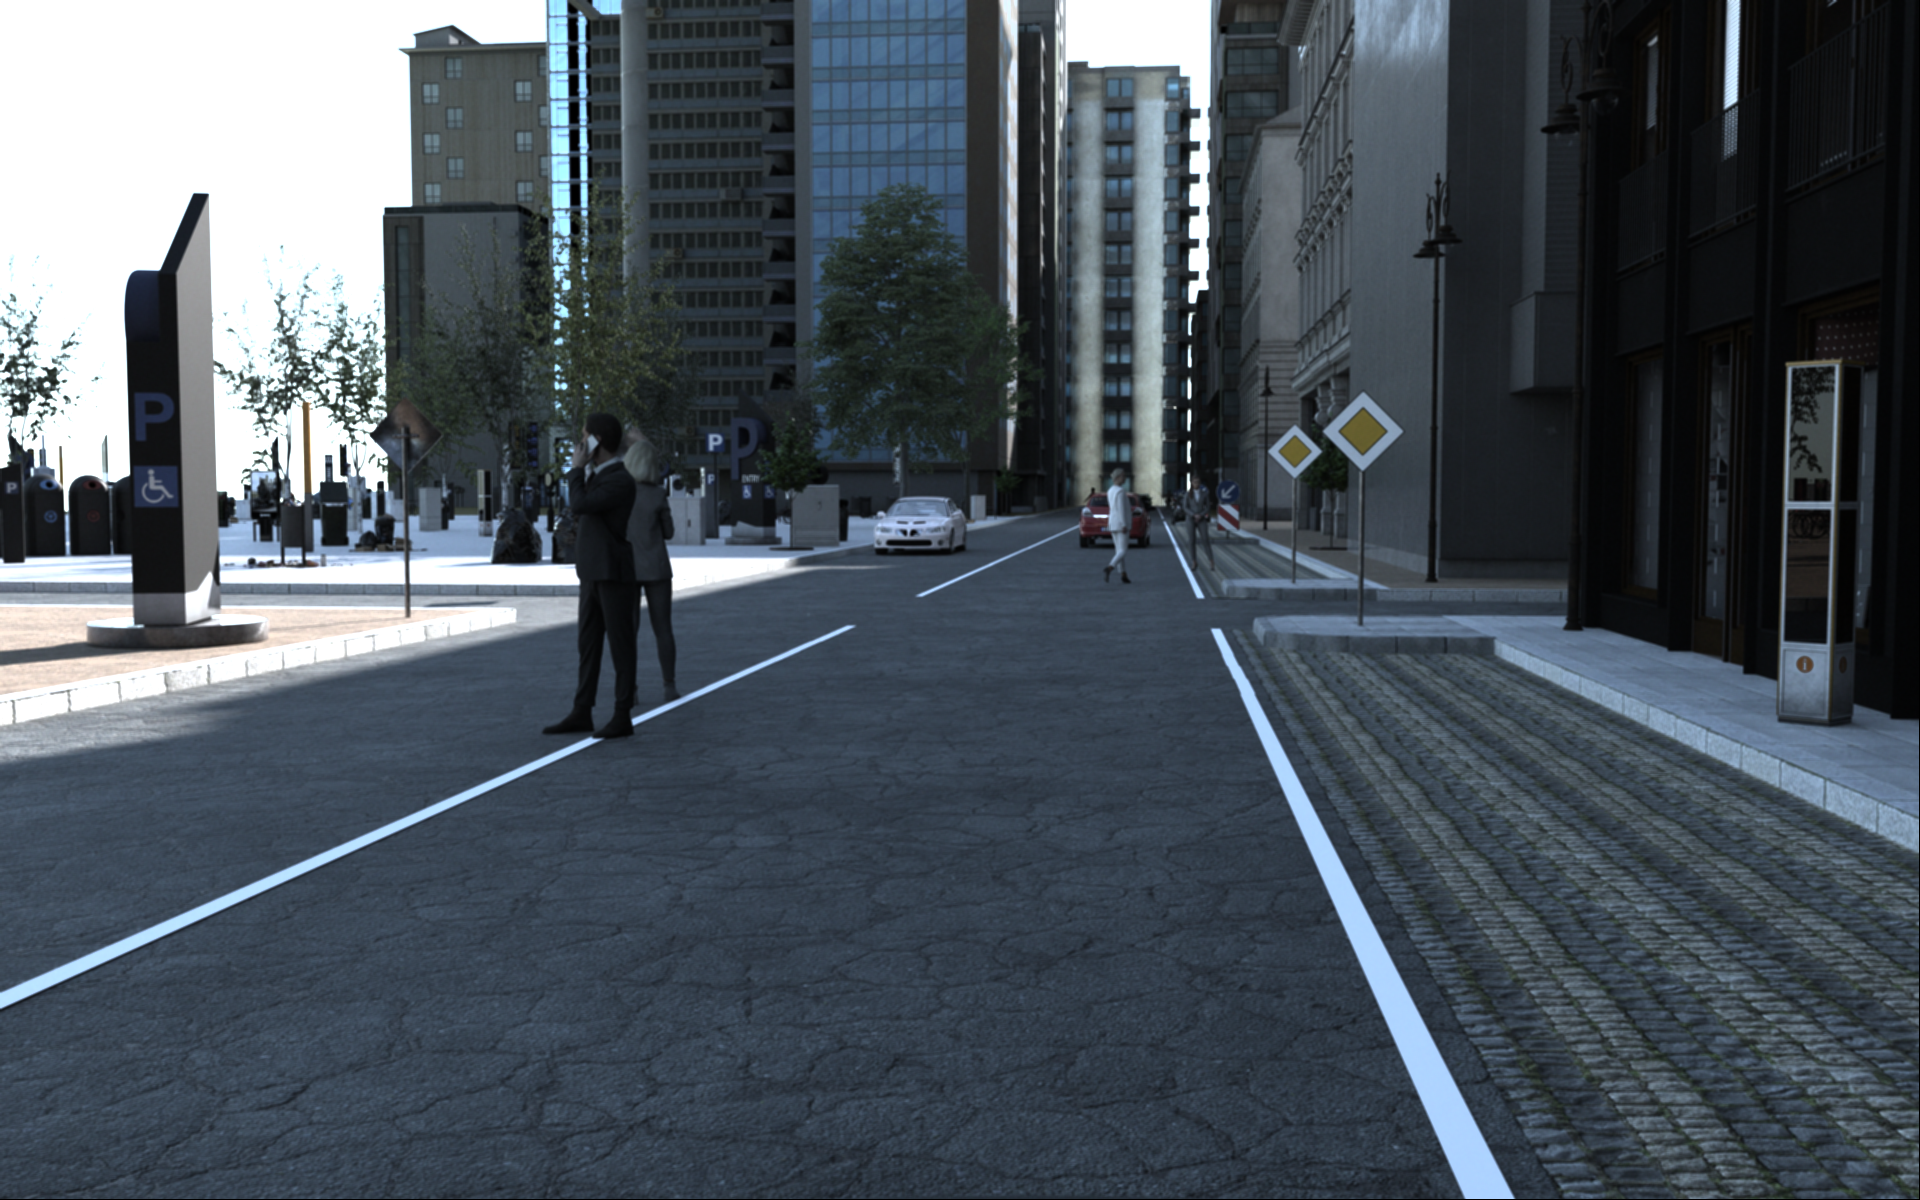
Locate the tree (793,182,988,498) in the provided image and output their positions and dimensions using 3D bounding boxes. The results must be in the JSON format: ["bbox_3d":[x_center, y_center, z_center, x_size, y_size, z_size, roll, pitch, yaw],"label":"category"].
[{"bbox_3d":[-2.412,-8.906,63.748,7.486,12.596,7.792,0,3,0],"label":"tree"}]

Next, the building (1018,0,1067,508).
[{"bbox_3d":[-0.424,-44.535,166.405,20.611,71.187,20.563,0,4,6],"label":"building"}]

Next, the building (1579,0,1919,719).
[{"bbox_3d":[11.264,-10.882,7.597,12.332,23.373,15.834,0,4,6],"label":"building"}]

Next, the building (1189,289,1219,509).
[{"bbox_3d":[35.380,-19.218,159.260,27.650,21.520,28.899,0,4,6],"label":"building"}]

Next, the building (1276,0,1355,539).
[{"bbox_3d":[16.437,-12.819,60.501,10.553,20.767,40.483,0,4,6],"label":"building"}]

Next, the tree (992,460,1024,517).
[{"bbox_3d":[2.547,-6.384,98.985,1.663,3.219,1.824,0,3,0],"label":"tree"}]

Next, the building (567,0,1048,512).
[{"bbox_3d":[-9.955,-26.682,128.133,32.217,40.220,23.993,0,4,6],"label":"building"}]

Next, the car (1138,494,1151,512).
[{"bbox_3d":[14.363,-7.918,139.238,2.009,1.686,4.222,0,4,7],"label":"car"}]

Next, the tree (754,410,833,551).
[{"bbox_3d":[-3.945,-2.767,39.845,1.663,3.219,1.824,0,3,0],"label":"tree"}]

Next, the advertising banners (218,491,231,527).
[{"bbox_3d":[-29.286,-4.330,66.980,2.074,3.025,0.090,0,4,0],"label":"advertising banners"}]

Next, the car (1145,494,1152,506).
[{"bbox_3d":[17.255,-9.497,164.077,1.959,1.807,4.718,0,4,6],"label":"car"}]

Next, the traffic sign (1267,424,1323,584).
[{"bbox_3d":[4.780,-1.293,24.781,0.795,2.450,0.064,0,4,6],"label":"traffic sign"}]

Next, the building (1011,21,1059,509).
[{"bbox_3d":[0.882,-28.283,146.029,14.154,41.232,14.086,0,4,6],"label":"building"}]

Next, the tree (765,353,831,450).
[{"bbox_3d":[-8.439,-8.546,90.095,4.360,8.622,3.978,0,3,0],"label":"tree"}]

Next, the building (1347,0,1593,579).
[{"bbox_3d":[22.697,-12.862,29.356,30.058,24.678,14.314,0,4,6],"label":"building"}]

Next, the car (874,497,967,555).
[{"bbox_3d":[-0.921,-1.847,42.556,2.083,1.381,4.827,0,4,7],"label":"car"}]

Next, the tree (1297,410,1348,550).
[{"bbox_3d":[8.617,-2.788,40.190,1.663,3.219,1.824,0,3,0],"label":"tree"}]

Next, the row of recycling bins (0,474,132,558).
[{"bbox_3d":[-18.676,-1.778,36.178,1.069,1.692,3.534,3,5,44],"label":"row of recycling bins"}]

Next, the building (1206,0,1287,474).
[{"bbox_3d":[32.591,-33.061,129.785,28.713,52.752,27.495,0,4,6],"label":"building"}]

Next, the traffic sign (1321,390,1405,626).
[{"bbox_3d":[3.904,-0.807,16.844,0.795,2.450,0.064,0,4,6],"label":"traffic sign"}]

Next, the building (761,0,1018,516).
[{"bbox_3d":[-3.839,-27.997,107.869,14.600,45.320,14.200,0,4,6],"label":"building"}]

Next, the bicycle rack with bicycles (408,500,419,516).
[{"bbox_3d":[-32.272,-5.354,100.921,2.852,0.926,2.925,-1,4,-18],"label":"bicycle rack with bicycles"}]

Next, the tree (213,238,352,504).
[{"bbox_3d":[-19.390,-6.041,49.133,4.360,8.622,3.978,0,3,0],"label":"tree"}]

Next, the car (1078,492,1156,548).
[{"bbox_3d":[4.301,-2.366,47.717,2.155,1.783,4.494,1,4,8],"label":"car"}]

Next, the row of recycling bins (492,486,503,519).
[{"bbox_3d":[-24.079,-5.013,89.070,1.069,1.692,3.534,-2,4,-24],"label":"row of recycling bins"}]

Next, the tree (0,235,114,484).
[{"bbox_3d":[-27.218,-6.120,50.426,4.360,8.622,3.978,0,3,0],"label":"tree"}]

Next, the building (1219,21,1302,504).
[{"bbox_3d":[23.494,-20.661,109.507,14.160,30.474,14.107,0,4,6],"label":"building"}]

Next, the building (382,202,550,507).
[{"bbox_3d":[-48.634,-24.679,175.209,14.107,30.474,14.160,0,4,6],"label":"building"}]

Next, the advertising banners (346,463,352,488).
[{"bbox_3d":[-33.439,-6.117,96.206,2.074,3.025,0.090,2,4,34],"label":"advertising banners"}]

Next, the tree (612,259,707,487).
[{"bbox_3d":[-9.665,-6.340,54.029,4.360,8.622,3.978,0,3,0],"label":"tree"}]

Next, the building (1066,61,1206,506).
[{"bbox_3d":[11.449,-35.170,194.634,30.456,49.044,23.786,0,4,6],"label":"building"}]

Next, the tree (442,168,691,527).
[{"bbox_3d":[-8.536,-5.489,40.102,4.737,8.622,4.395,0,3,0],"label":"tree"}]

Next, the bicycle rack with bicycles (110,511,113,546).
[{"bbox_3d":[-19.708,-1.771,42.343,2.852,0.926,2.925,-1,4,-14],"label":"bicycle rack with bicycles"}]

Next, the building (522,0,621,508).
[{"bbox_3d":[-26.469,-52.282,167.488,31.000,86.520,22.319,0,4,6],"label":"building"}]

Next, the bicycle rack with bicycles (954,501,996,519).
[{"bbox_3d":[0.634,-4.576,88.201,2.852,0.926,2.925,-1,4,-14],"label":"bicycle rack with bicycles"}]

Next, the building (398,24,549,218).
[{"bbox_3d":[-46.088,-37.542,203.053,27.495,52.752,28.713,0,4,6],"label":"building"}]

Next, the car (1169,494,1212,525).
[{"bbox_3d":[10.782,-4.348,80.881,2.009,1.686,4.222,0,4,5],"label":"car"}]

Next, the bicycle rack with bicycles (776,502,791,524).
[{"bbox_3d":[-6.951,-3.754,74.756,2.925,0.926,2.852,0,4,5],"label":"bicycle rack with bicycles"}]

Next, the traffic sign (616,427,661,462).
[{"bbox_3d":[-4.853,-1.359,25.861,0.795,2.450,0.064,0,4,6],"label":"traffic sign"}]

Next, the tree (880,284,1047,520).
[{"bbox_3d":[0.202,-9.727,84.785,9.928,11.665,9.643,0,3,0],"label":"tree"}]

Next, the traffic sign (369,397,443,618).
[{"bbox_3d":[-5.730,-0.874,17.924,0.795,2.450,0.064,0,4,6],"label":"traffic sign"}]

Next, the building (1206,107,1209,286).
[{"bbox_3d":[42.329,-34.939,190.861,30.456,49.044,23.786,0,4,6],"label":"building"}]

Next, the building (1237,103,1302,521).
[{"bbox_3d":[19.660,-14.714,89.724,9.793,20.994,18.267,0,4,6],"label":"building"}]
